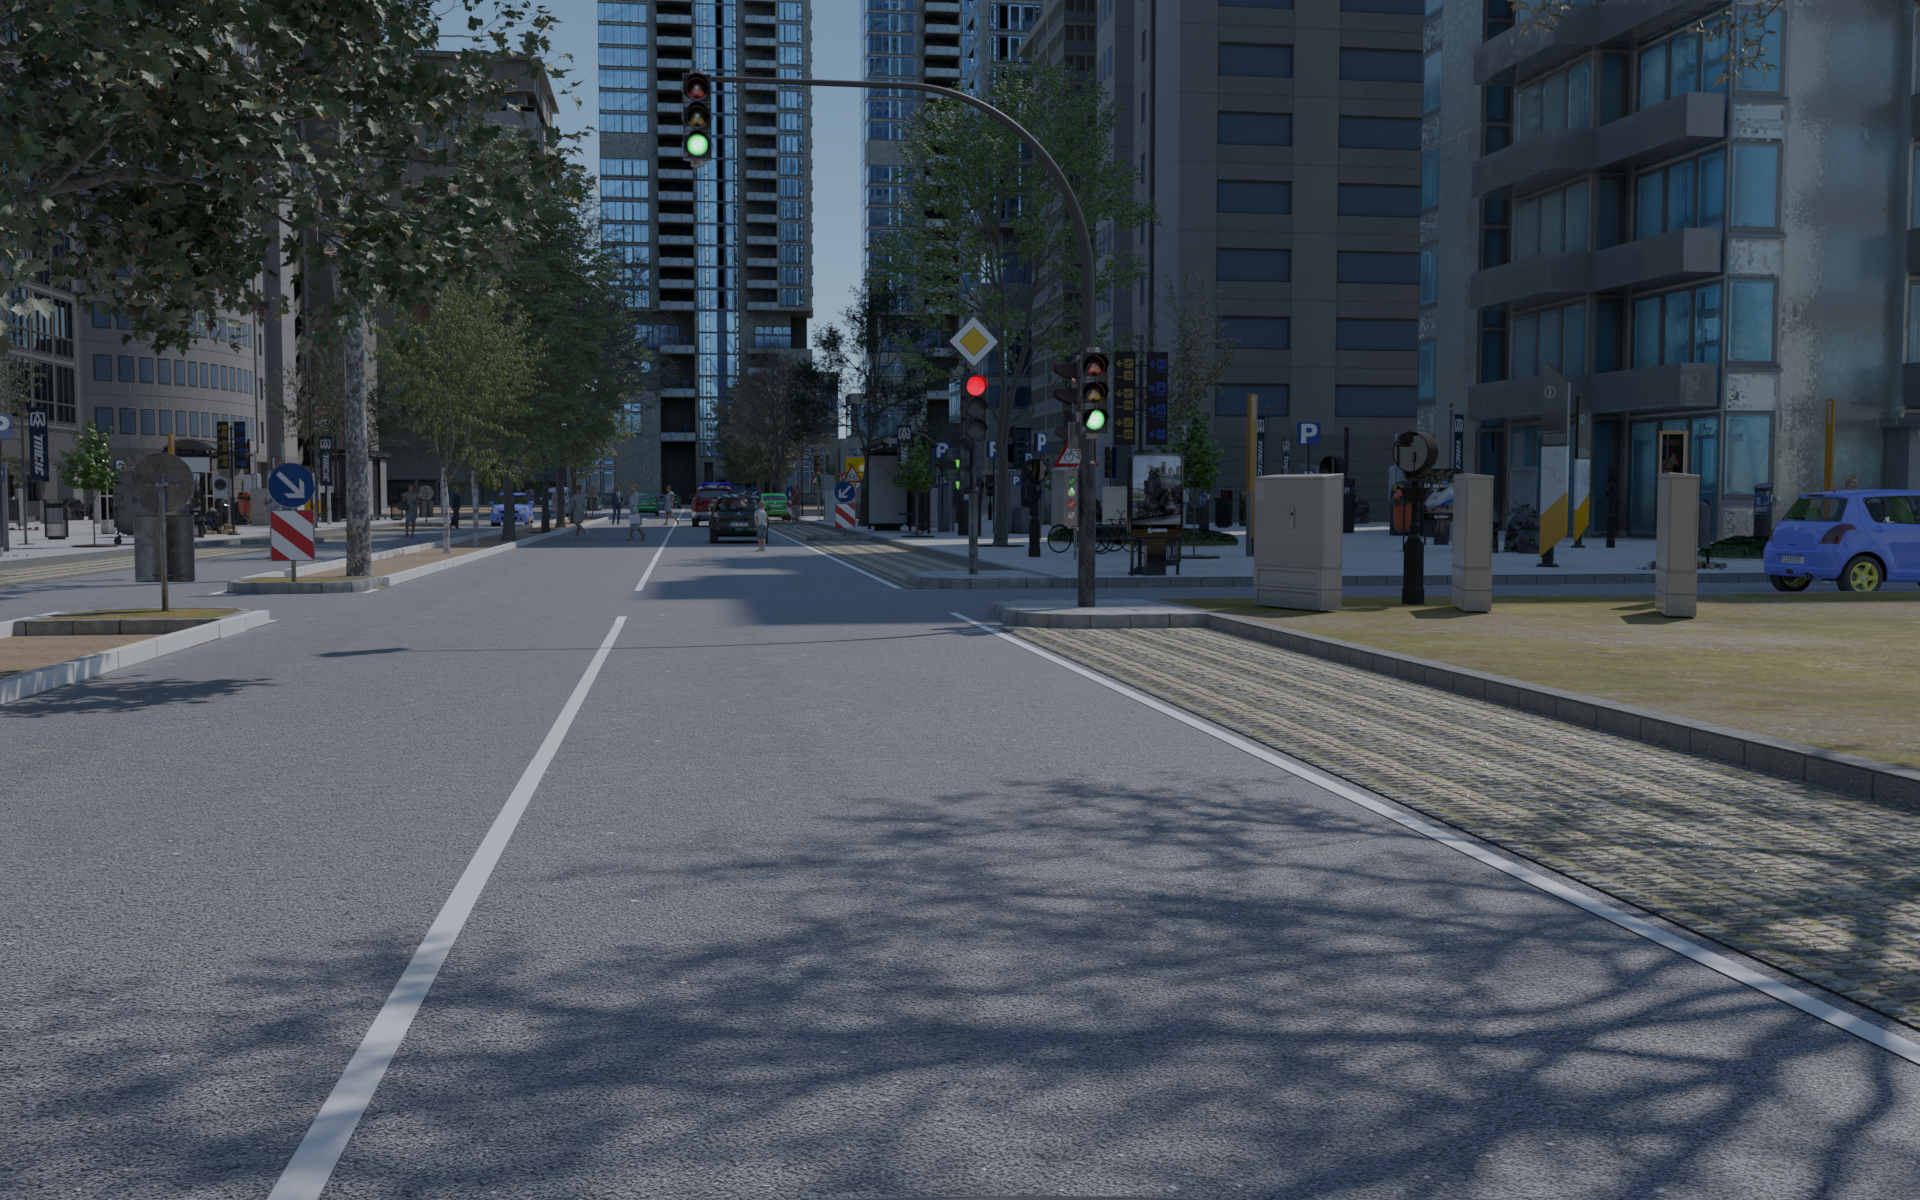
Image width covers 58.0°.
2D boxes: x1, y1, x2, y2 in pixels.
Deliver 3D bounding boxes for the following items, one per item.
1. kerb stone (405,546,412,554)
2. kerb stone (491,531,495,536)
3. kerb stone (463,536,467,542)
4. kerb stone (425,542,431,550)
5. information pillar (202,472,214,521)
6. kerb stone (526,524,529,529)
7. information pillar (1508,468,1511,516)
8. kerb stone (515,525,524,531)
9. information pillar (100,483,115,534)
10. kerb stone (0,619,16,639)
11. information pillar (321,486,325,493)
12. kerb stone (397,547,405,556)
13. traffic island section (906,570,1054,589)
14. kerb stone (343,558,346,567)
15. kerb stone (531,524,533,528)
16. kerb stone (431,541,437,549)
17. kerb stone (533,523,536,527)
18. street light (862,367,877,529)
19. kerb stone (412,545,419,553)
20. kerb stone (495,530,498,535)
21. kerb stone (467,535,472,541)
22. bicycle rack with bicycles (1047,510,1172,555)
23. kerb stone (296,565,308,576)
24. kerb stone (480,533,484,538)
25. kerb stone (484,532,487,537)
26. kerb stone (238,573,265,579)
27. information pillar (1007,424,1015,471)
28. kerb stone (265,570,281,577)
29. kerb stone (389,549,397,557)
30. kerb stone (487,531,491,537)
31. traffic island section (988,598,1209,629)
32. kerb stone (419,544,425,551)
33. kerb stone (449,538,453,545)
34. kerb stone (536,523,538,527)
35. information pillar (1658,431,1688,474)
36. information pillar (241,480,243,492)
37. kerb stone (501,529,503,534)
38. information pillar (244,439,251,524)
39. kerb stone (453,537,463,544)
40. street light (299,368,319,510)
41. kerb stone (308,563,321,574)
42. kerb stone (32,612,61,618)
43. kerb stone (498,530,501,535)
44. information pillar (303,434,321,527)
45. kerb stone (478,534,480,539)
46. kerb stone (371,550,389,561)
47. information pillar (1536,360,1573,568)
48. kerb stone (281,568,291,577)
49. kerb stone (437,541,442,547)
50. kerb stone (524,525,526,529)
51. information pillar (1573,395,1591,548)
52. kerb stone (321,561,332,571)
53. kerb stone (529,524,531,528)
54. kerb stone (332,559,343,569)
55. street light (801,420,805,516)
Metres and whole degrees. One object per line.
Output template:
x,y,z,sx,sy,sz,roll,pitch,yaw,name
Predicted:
-13.229,-1.158,41.143,0.120,0.150,1.000,-1,4,-9,kerb stone
-15.892,-2.211,58.381,0.120,0.150,1.000,-1,4,-9,kerb stone
-14.801,-1.779,51.280,0.120,0.150,1.000,-1,4,-9,kerb stone
-13.702,-1.345,44.181,0.120,0.150,1.000,-1,4,-9,kerb stone
-24.708,-3.202,56.851,0.304,2.012,0.304,2,4,26,information pillar
-17.772,-2.953,70.542,0.120,0.150,1.000,-1,4,-9,kerb stone
15.549,-2.696,48.568,0.304,2.012,0.304,1,4,10,information pillar
-17.460,-2.833,68.519,0.120,0.150,1.000,-1,4,-9,kerb stone
-27.264,-3.112,55.378,0.304,2.012,0.304,1,4,19,information pillar
-9.545,0.297,17.334,0.120,0.150,1.000,-1,4,-9,kerb stone
-34.585,-6.257,93.654,0.183,3.616,0.504,2,4,28,information pillar
-13.073,-1.097,40.129,0.120,0.150,1.000,-1,4,-9,kerb stone
0.234,-0.328,27.648,2.009,0.180,2.903,-1,4,-9,traffic island section
-12.133,-0.725,34.050,0.120,0.150,1.000,-1,4,-9,kerb stone
-18.087,-3.081,72.564,0.120,0.150,1.000,-1,4,-9,kerb stone
-13.859,-1.407,45.204,0.120,0.150,1.000,-1,4,-9,kerb stone
-18.244,-3.143,73.587,0.120,0.150,1.000,-1,4,-9,kerb stone
-3.316,-5.531,63.228,0.468,5.910,1.993,-1,4,-9,street light
-13.380,-1.221,42.162,0.120,0.150,1.000,-1,4,-9,kerb stone
-16.051,-2.275,59.391,0.120,0.150,1.000,-1,4,-9,kerb stone
-14.951,-1.841,52.299,0.120,0.150,1.000,-1,4,-9,kerb stone
3.344,-1.479,37.559,2.925,0.926,2.852,0,4,-6,bicycle rack with bicycles
-11.515,-0.477,30.002,0.120,0.150,1.000,-1,4,-9,kerb stone
-15.430,-2.028,55.346,0.120,0.150,1.000,-1,4,-9,kerb stone
-15.589,-2.085,56.356,0.120,0.150,1.000,-1,4,-9,kerb stone
-11.047,-0.292,26.971,0.120,0.150,1.000,-1,4,-9,kerb stone
1.676,-4.094,58.283,0.183,3.616,0.504,-3,5,-42,information pillar
-11.202,-0.354,27.982,0.120,0.150,1.000,-1,4,-9,kerb stone
-12.915,-1.033,39.116,0.120,0.150,1.000,-1,4,-9,kerb stone
-15.740,-2.145,57.367,0.120,0.150,1.000,-1,4,-9,kerb stone
1.453,0.154,19.756,2.009,0.180,2.903,-1,4,-9,traffic island section
-13.545,-1.283,43.171,0.120,0.150,1.000,-1,4,-9,kerb stone
-14.323,-1.590,48.243,0.120,0.150,1.000,-1,4,-9,kerb stone
-18.405,-3.205,74.597,0.120,0.150,1.000,-1,4,-9,kerb stone
8.349,-0.968,20.321,0.304,2.012,0.304,2,4,25,information pillar
-37.515,-5.278,90.789,0.304,2.012,0.304,-2,4,-24,information pillar
-16.361,-2.393,61.413,0.120,0.150,1.000,-1,4,-9,kerb stone
-30.210,-5.021,73.443,0.504,3.616,0.183,3,5,42,information pillar
-14.635,-1.716,50.264,0.120,0.150,1.000,-1,4,-9,kerb stone
-23.943,-5.570,63.856,0.468,5.910,1.993,-1,4,-9,street light
-11.665,-0.539,31.014,0.120,0.150,1.000,-1,4,-9,kerb stone
-9.711,0.236,18.343,0.120,0.150,1.000,-1,4,-9,kerb stone
-16.213,-2.337,60.401,0.120,0.150,1.000,-1,4,-9,kerb stone
-25.277,-4.648,67.352,0.504,3.616,0.183,1,4,13,information pillar
-15.270,-1.966,54.333,0.120,0.150,1.000,-1,4,-9,kerb stone
-12.759,-0.971,38.106,0.120,0.150,1.000,-1,4,-9,kerb stone
10.378,-2.379,30.251,0.183,3.616,0.504,-3,5,-43,information pillar
-11.359,-0.412,28.992,0.120,0.150,1.000,-1,4,-9,kerb stone
-14.018,-1.469,46.214,0.120,0.150,1.000,-1,4,-9,kerb stone
-17.620,-2.888,69.530,0.120,0.150,1.000,-1,4,-9,kerb stone
14.803,-3.050,41.228,0.504,3.616,0.183,-2,4,-35,information pillar
-11.828,-0.601,32.028,0.120,0.150,1.000,-1,4,-9,kerb stone
-17.936,-3.018,71.553,0.120,0.150,1.000,-1,4,-9,kerb stone
-11.979,-0.659,33.039,0.120,0.150,1.000,-1,4,-9,kerb stone
-9.279,-7.888,101.751,0.468,5.910,1.993,-1,4,-9,street light
